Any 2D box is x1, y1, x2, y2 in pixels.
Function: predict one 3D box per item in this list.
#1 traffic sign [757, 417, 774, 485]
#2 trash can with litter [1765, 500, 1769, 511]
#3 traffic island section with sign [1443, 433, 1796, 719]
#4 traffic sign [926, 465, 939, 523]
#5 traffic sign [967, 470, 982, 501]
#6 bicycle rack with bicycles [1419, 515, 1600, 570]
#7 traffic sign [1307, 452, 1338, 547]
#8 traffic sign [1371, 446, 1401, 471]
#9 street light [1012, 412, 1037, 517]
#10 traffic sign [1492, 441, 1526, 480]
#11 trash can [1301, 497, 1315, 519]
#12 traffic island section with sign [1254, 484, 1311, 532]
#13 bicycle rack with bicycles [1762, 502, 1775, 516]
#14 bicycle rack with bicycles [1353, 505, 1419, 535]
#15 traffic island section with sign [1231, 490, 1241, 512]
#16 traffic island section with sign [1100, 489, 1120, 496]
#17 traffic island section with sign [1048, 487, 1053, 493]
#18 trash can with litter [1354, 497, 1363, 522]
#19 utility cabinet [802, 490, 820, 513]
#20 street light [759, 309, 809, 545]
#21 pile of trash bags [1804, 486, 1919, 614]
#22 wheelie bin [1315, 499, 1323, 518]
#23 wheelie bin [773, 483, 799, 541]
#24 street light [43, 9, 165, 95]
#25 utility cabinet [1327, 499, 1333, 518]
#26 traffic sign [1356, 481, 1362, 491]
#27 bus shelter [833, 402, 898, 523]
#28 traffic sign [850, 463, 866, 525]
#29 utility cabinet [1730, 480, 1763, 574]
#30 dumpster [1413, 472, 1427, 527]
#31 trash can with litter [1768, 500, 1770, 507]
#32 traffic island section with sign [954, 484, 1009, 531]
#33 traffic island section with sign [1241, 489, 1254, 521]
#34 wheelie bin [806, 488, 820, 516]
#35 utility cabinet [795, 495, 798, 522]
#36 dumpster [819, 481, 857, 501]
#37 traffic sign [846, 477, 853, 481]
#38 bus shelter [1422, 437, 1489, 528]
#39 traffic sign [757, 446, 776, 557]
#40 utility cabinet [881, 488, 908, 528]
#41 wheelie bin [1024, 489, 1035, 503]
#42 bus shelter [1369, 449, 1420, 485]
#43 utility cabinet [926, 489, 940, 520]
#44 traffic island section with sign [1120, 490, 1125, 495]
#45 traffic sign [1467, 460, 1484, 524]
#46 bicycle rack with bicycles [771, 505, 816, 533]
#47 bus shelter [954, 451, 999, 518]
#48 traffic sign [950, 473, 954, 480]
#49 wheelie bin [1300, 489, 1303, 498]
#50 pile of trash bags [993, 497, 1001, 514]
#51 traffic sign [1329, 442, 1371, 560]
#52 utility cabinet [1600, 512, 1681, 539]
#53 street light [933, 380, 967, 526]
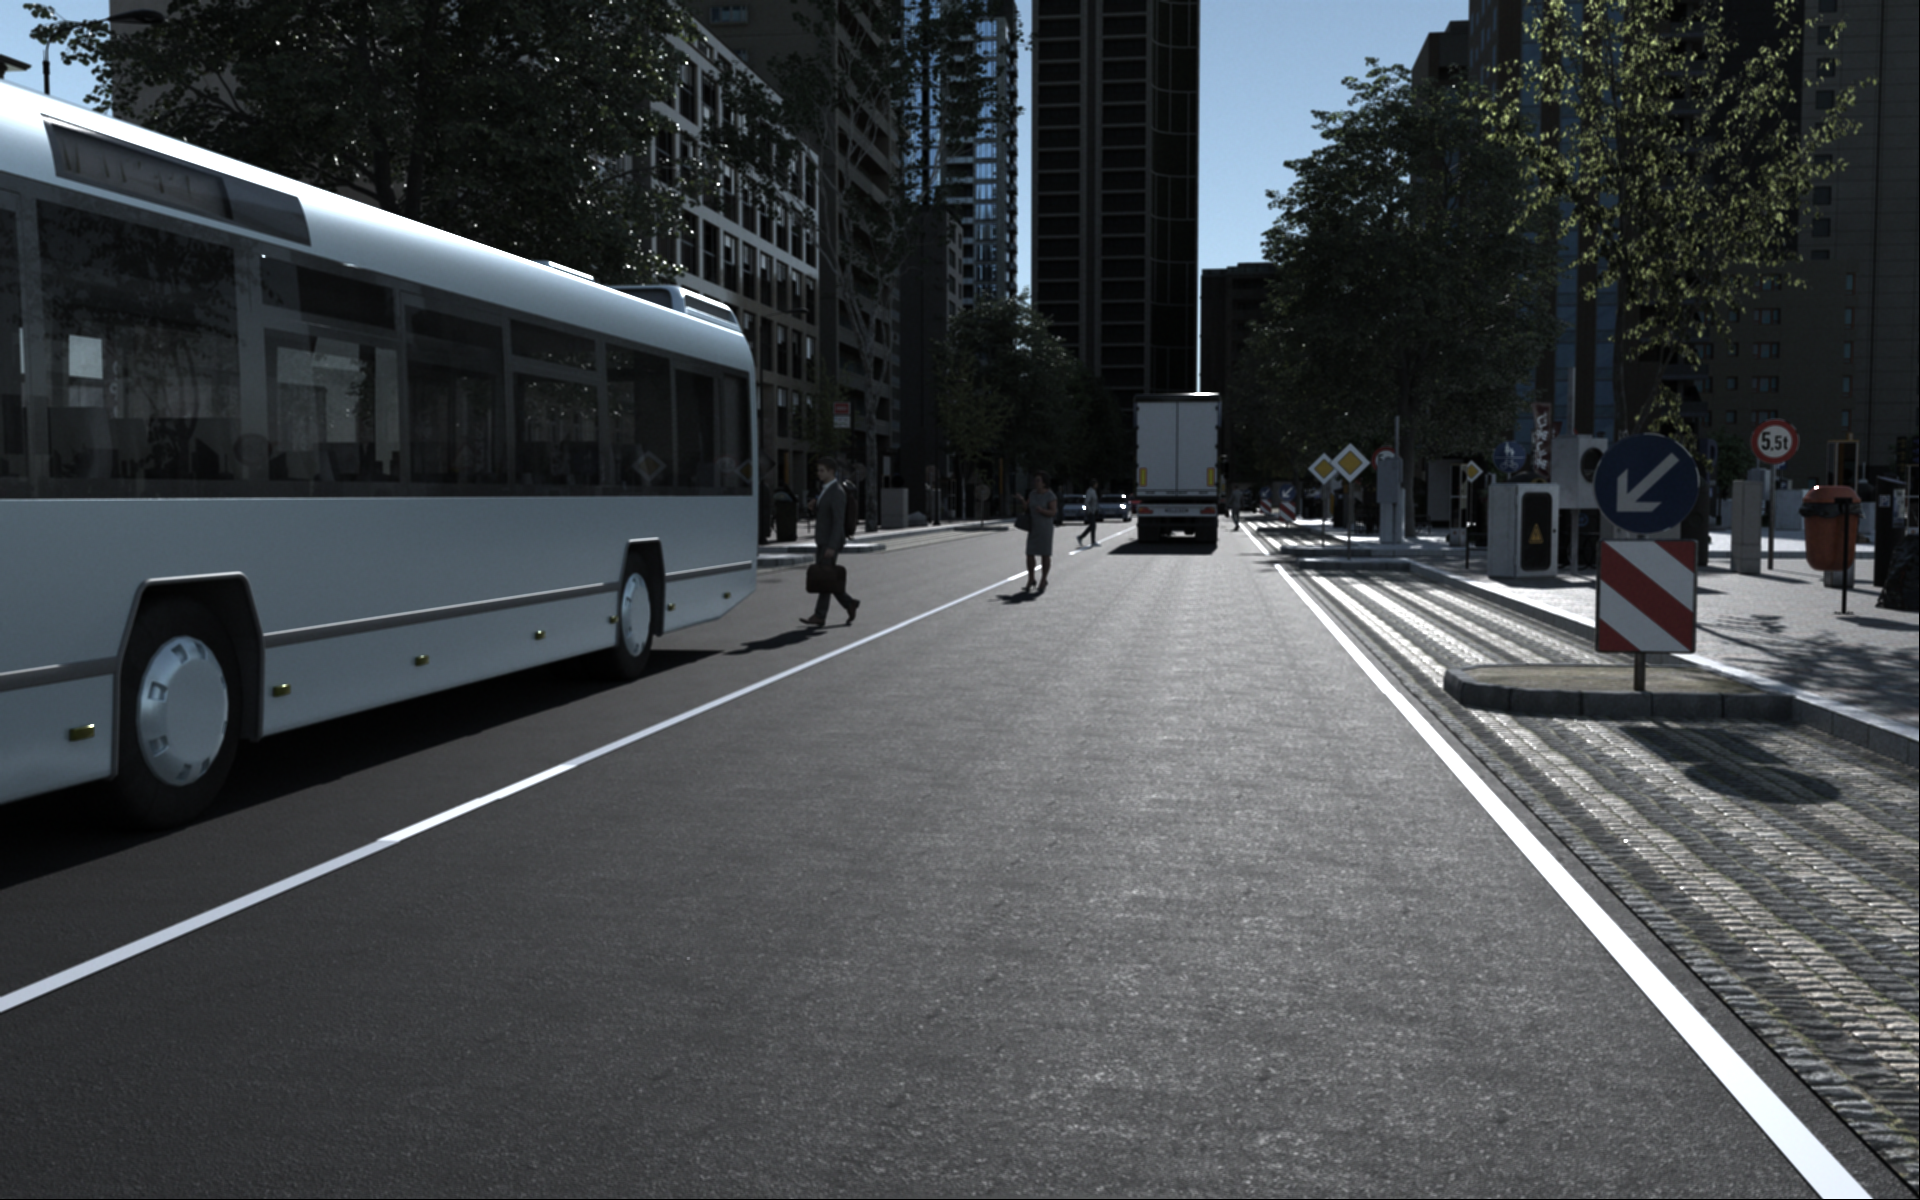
[{"bbox_3d":[-6.039,-3.208,46.321,2.265,3.308,0.079,1,4,17],"label":"traffic sign"},{"bbox_3d":[48.762,-5.707,104.362,1.678,1.210,2.233,-1,4,-20],"label":"trash can with litter"},{"bbox_3d":[4.446,-0.207,12.005,1.989,1.847,2.006,1,4,8],"label":"traffic island section with sign"},{"bbox_3d":[-1.295,-4.653,76.185,0.768,2.556,0.104,1,4,13],"label":"traffic sign"},{"bbox_3d":[0.797,-5.502,89.964,0.884,2.594,0.081,1,4,16],"label":"traffic sign"},{"bbox_3d":[9.935,-0.985,29.482,2.852,0.926,2.925,-1,4,-19],"label":"bicycle rack with bicycles"},{"bbox_3d":[8.729,-2.321,41.584,0.795,2.450,0.064,1,4,8],"label":"traffic sign"},{"bbox_3d":[11.307,-2.808,46.022,0.768,2.556,0.104,1,4,18],"label":"traffic sign"},{"bbox_3d":[3.654,-7.696,98.370,1.470,5.913,1.316,1,4,8],"label":"street light"},{"bbox_3d":[13.115,-2.527,41.425,0.768,2.556,0.104,1,4,12],"label":"traffic sign"},{"bbox_3d":[18.121,-4.803,90.187,0.748,1.137,0.748,0,3,0],"label":"trash can"},{"bbox_3d":[12.331,-3.509,65.997,1.989,1.847,2.006,1,4,8],"label":"traffic island section with sign"},{"bbox_3d":[35.535,-3.832,76.041,2.852,0.926,2.925,0,4,6],"label":"bicycle rack with bicycles"},{"bbox_3d":[13.640,-2.566,55.333,2.852,0.926,2.925,3,4,37],"label":"bicycle rack with bicycles"},{"bbox_3d":[23.483,-8.178,142.345,1.989,1.847,2.006,1,4,8],"label":"traffic island section with sign"},{"bbox_3d":[12.050,-8.291,144.188,1.989,1.847,2.006,1,4,8],"label":"traffic island section with sign"},{"bbox_3d":[4.769,-5.244,94.372,1.989,1.847,2.006,1,4,8],"label":"traffic island section with sign"},{"bbox_3d":[18.514,-4.182,79.767,1.055,1.170,0.624,0,4,8],"label":"trash can with litter"},{"bbox_3d":[-8.907,-5.857,104.441,1.173,1.500,0.318,-1,4,-9],"label":"utility cabinet"},{"bbox_3d":[-4.467,-4.345,43.583,1.470,5.913,1.316,1,4,8],"label":"street light"},{"bbox_3d":[10.827,-0.561,18.921,3.447,1.369,1.912,0,4,-8],"label":"pile of trash bags"},{"bbox_3d":[19.487,-5.258,93.872,0.980,1.594,0.693,-1,4,-11],"label":"wheelie bin"},{"bbox_3d":[-4.764,-2.413,47.353,0.693,1.594,0.980,0,4,-8],"label":"wheelie bin"},{"bbox_3d":[-8.311,-2.709,16.831,1.470,5.913,1.316,1,4,8],"label":"street light"},{"bbox_3d":[19.893,-5.108,92.193,1.173,1.500,0.318,-2,4,-32],"label":"utility cabinet"},{"bbox_3d":[21.407,-5.645,92.400,0.768,2.556,0.104,1,4,15],"label":"traffic sign"},{"bbox_3d":[-4.055,-6.137,77.967,2.179,5.291,8.768,1,4,8],"label":"bus shelter"},{"bbox_3d":[-4.185,-4.317,70.685,0.768,2.556,0.104,1,4,9],"label":"traffic sign"},{"bbox_3d":[12.752,-1.185,28.062,0.318,1.500,1.173,1,4,17],"label":"utility cabinet"},{"bbox_3d":[17.576,-4.000,67.900,1.502,2.255,1.985,1,4,8],"label":"dumpster"},{"bbox_3d":[38.354,-4.296,81.625,1.055,1.170,0.624,-3,5,-44],"label":"trash can with litter"},{"bbox_3d":[0.873,-3.613,67.698,1.989,1.847,2.006,1,4,8],"label":"traffic island section with sign"},{"bbox_3d":[16.236,-5.146,92.770,1.989,1.847,2.006,1,4,8],"label":"traffic island section with sign"},{"bbox_3d":[-8.209,-5.474,97.414,0.980,1.594,0.693,3,4,37],"label":"wheelie bin"},{"bbox_3d":[-7.777,-4.087,77.987,1.020,1.237,0.306,2,4,30],"label":"utility cabinet"},{"bbox_3d":[-4.928,-3.917,69.806,1.264,1.857,1.865,1,4,8],"label":"dumpster"},{"bbox_3d":[-4.758,-4.375,71.542,0.884,2.594,0.081,1,4,9],"label":"traffic sign"},{"bbox_3d":[18.245,-4.270,63.732,2.014,3.302,5.546,1,4,8],"label":"bus shelter"},{"bbox_3d":[-4.143,-1.943,35.409,0.795,2.450,0.064,1,4,8],"label":"traffic sign"},{"bbox_3d":[-2.449,-3.444,64.988,1.173,1.500,0.318,3,5,43],"label":"utility cabinet"},{"bbox_3d":[4.717,-6.594,115.712,0.980,1.594,0.693,1,4,15],"label":"wheelie bin"},{"bbox_3d":[21.220,-6.592,85.409,2.179,5.291,8.768,1,4,8],"label":"bus shelter"},{"bbox_3d":[-1.544,-4.563,83.290,1.173,1.500,0.318,1,4,10],"label":"utility cabinet"},{"bbox_3d":[15.995,-9.941,171.157,1.989,1.847,2.006,1,4,8],"label":"traffic island section with sign"},{"bbox_3d":[17.179,-3.489,58.224,0.795,2.450,0.064,1,4,17],"label":"traffic sign"},{"bbox_3d":[-6.192,-2.684,57.262,2.852,0.926,2.925,-1,4,-22],"label":"bicycle rack with bicycles"},{"bbox_3d":[0.955,-6.471,97.088,1.731,3.624,6.357,1,4,8],"label":"bus shelter"},{"bbox_3d":[-0.190,-6.100,99.847,0.768,2.556,0.104,1,4,12],"label":"traffic sign"},{"bbox_3d":[22.046,-6.235,109.858,0.980,1.594,0.693,1,4,21],"label":"wheelie bin"},{"bbox_3d":[1.702,-6.081,109.172,1.912,1.369,3.447,1,4,15],"label":"pile of trash bags"},{"bbox_3d":[7.574,-1.837,33.683,0.795,2.450,0.064,1,4,8],"label":"traffic sign"},{"bbox_3d":[9.807,-0.998,24.990,1.173,1.500,0.318,-1,4,-18],"label":"utility cabinet"},{"bbox_3d":[-0.420,-5.993,70.523,1.470,5.913,1.316,1,4,8],"label":"street light"}]
